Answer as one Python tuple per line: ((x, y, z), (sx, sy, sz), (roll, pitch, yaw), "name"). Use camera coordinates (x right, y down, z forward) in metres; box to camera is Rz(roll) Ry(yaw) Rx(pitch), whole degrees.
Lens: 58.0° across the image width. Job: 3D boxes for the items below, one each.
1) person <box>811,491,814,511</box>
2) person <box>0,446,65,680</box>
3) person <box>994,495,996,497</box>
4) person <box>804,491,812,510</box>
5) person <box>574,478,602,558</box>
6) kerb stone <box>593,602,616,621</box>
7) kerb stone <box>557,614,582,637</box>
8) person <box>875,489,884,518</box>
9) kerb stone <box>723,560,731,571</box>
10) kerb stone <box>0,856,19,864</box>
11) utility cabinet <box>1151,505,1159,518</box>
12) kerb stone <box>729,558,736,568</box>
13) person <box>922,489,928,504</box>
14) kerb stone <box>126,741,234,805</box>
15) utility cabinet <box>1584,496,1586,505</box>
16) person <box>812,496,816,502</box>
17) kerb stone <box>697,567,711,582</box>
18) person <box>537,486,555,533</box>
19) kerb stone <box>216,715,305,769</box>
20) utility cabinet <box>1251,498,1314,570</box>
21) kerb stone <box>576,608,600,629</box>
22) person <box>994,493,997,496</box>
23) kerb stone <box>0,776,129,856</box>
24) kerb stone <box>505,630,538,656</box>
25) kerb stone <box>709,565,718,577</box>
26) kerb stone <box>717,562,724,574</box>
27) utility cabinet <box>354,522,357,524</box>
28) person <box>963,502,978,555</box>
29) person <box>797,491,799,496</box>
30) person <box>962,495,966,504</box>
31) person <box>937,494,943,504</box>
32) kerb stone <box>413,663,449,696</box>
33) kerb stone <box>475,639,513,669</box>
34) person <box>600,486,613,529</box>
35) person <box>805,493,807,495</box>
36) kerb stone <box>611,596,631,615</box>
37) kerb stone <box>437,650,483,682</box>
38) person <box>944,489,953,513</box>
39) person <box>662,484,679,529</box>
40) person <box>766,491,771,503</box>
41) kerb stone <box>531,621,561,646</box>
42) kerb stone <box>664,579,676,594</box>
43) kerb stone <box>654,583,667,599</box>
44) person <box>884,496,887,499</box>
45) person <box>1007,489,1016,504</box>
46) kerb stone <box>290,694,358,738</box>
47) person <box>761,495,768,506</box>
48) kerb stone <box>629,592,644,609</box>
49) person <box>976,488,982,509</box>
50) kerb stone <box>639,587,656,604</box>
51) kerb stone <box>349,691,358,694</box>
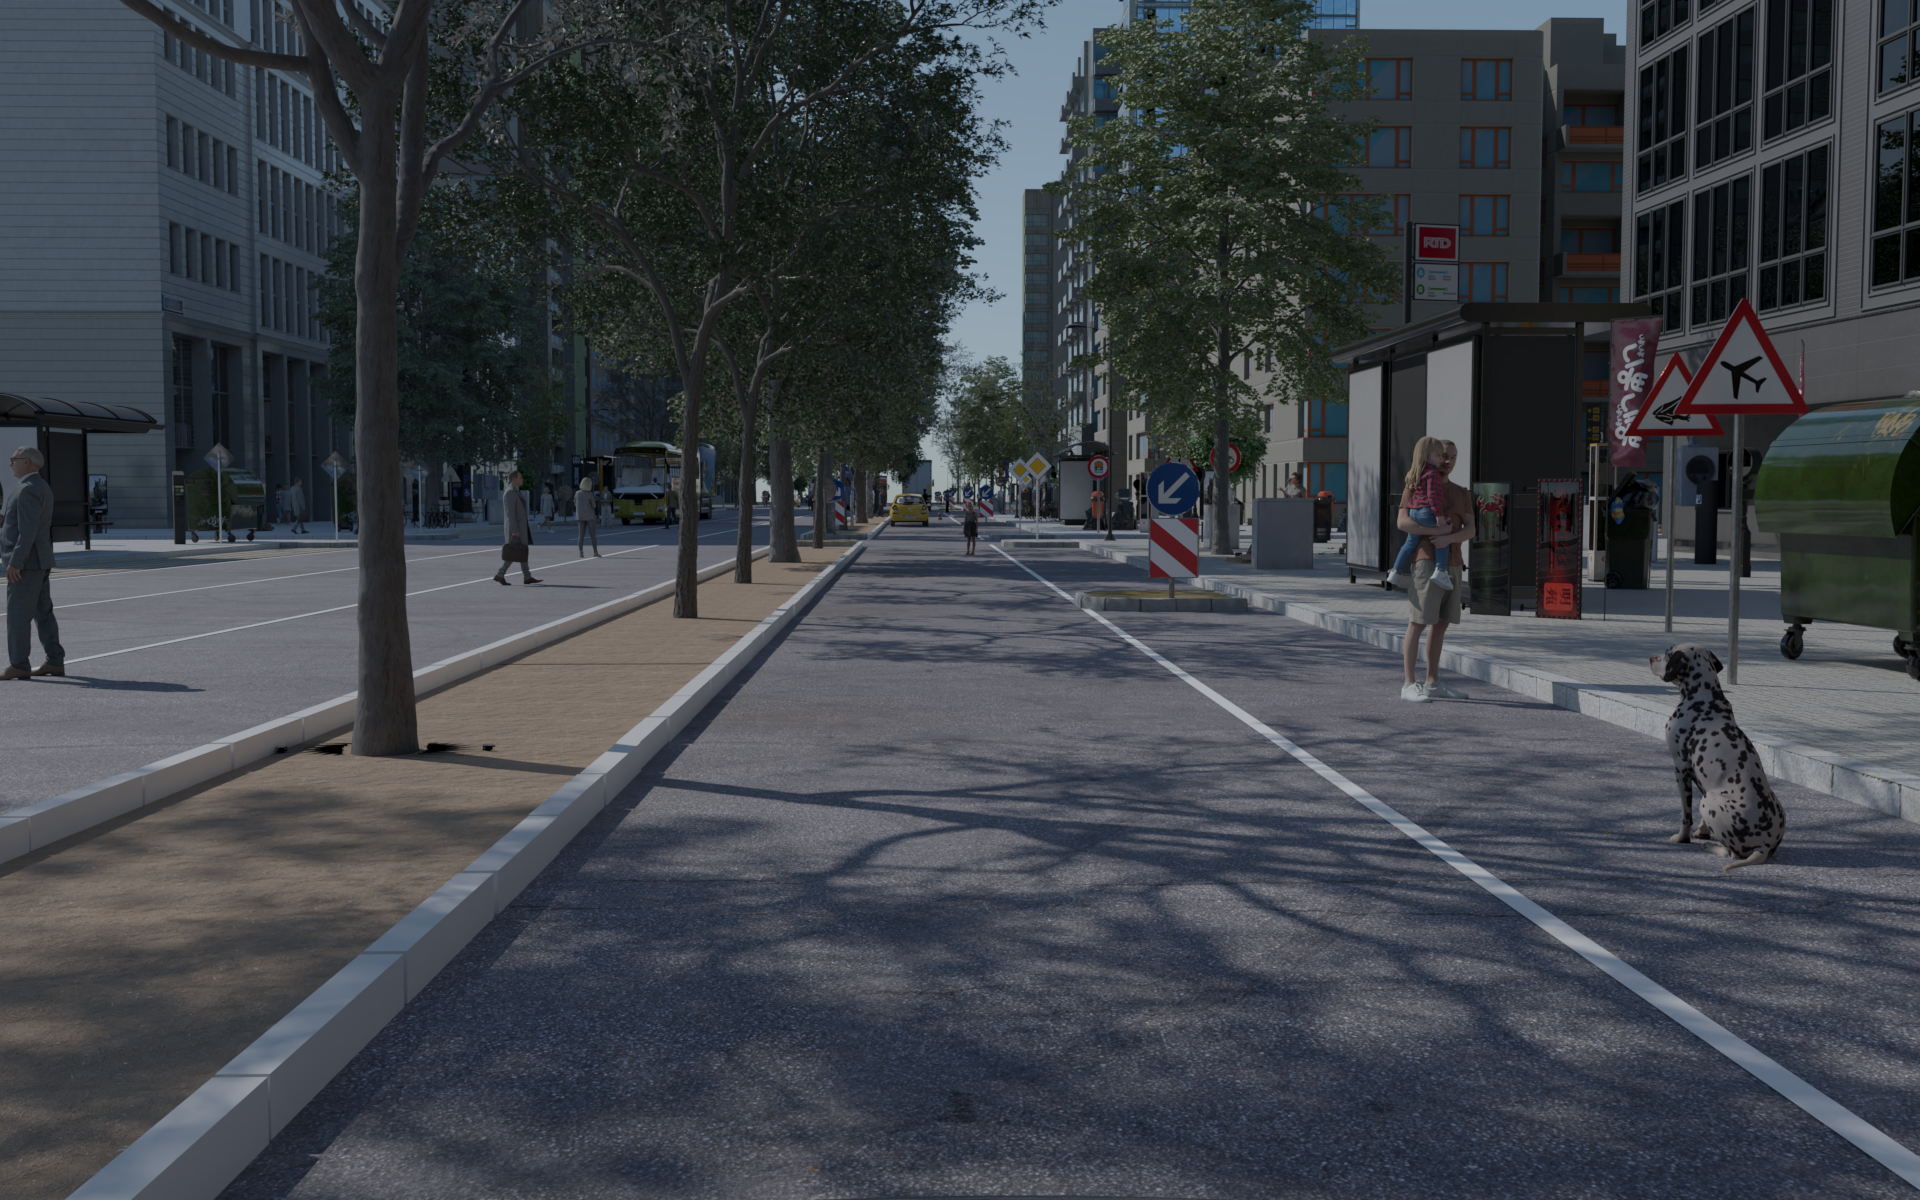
((-12.191, -8.373, 145.929), (0.750, 1.759, 0.617), (2, 4, 25), "person")
((-7.338, -0.295, 13.500), (0.590, 1.801, 0.661), (-1, 4, -17), "person")
((5.964, -17.057, 288.104), (0.628, 1.438, 0.799), (0, 4, 3), "person")
((-13.511, -8.961, 155.746), (1.217, 1.736, 0.721), (1, 4, 22), "person")
((-8.461, -1.869, 39.244), (0.537, 1.800, 0.526), (2, 4, 28), "person")
((-4.090, 0.154, 19.683), (0.120, 0.150, 1.000), (0, 4, -1), "kerb stone")
((-4.034, 0.280, 17.629), (0.120, 0.150, 1.000), (0, 4, -1), "kerb stone")
((-4.812, -5.877, 105.007), (0.534, 1.772, 0.576), (-2, 4, -34), "person")
((-4.399, -0.593, 31.983), (0.120, 0.150, 1.000), (0, 4, -1), "kerb stone")
((-3.743, 0.970, 6.375), (0.120, 0.150, 1.000), (0, 4, -1), "kerb stone")
((7.100, -3.224, 63.876), (0.306, 1.237, 1.020), (0, 4, -7), "utility cabinet")
((-4.426, -0.660, 33.008), (0.120, 0.150, 1.000), (0, 4, -1), "kerb stone")
((-2.868, -8.065, 139.999), (0.705, 1.869, 1.348), (1, 4, 23), "person")
((-3.802, 0.847, 8.420), (0.120, 0.150, 1.000), (0, 4, -1), "kerb stone")
((21.573, -3.051, 61.041), (1.020, 1.237, 0.306), (-2, 4, -28), "utility cabinet")
((-8.002, -5.353, 96.221), (0.583, 1.804, 0.606), (-3, 5, -42), "person")
((-4.319, -0.410, 28.900), (0.120, 0.150, 1.000), (0, 4, -1), "kerb stone")
((-15.328, -3.353, 64.079), (0.760, 1.731, 0.466), (1, 4, 15), "person")
((-3.822, 0.780, 9.441), (0.120, 0.150, 1.000), (0, 4, -1), "kerb stone")
((5.508, -1.127, 29.590), (1.020, 1.237, 0.306), (-1, 4, -12), "utility cabinet")
((-4.062, 0.217, 18.654), (0.120, 0.150, 1.000), (0, 4, -1), "kerb stone")
((5.053, -14.985, 254.230), (0.799, 1.438, 0.628), (-1, 4, -10), "person")
((-3.775, 0.905, 7.397), (0.120, 0.150, 1.000), (0, 4, -1), "kerb stone")
((-3.986, 0.406, 15.574), (0.120, 0.150, 1.000), (0, 4, -1), "kerb stone")
((-4.345, -0.473, 29.936), (0.120, 0.150, 1.000), (0, 4, -1), "kerb stone")
((-4.374, -0.536, 30.961), (0.120, 0.150, 1.000), (0, 4, -1), "kerb stone")
((-25.839, -3.871, 74.451), (0.306, 1.237, 1.020), (-2, 4, -26), "utility cabinet")
((0.253, -1.687, 40.750), (0.362, 1.253, 0.373), (2, 4, 24), "person")
((-24.372, -15.490, 259.826), (0.721, 1.766, 1.217), (-1, 4, -9), "person")
((0.613, -13.629, 229.807), (0.756, 1.711, 0.436), (2, 4, 34), "person")
((-2.338, -12.494, 216.044), (1.065, 1.426, 0.557), (1, 4, 17), "person")
((-3.903, 0.598, 12.509), (0.120, 0.150, 1.000), (0, 4, -1), "kerb stone")
((-3.952, 0.467, 14.552), (0.120, 0.150, 1.000), (0, 4, -1), "kerb stone")
((-14.612, -3.818, 71.477), (0.519, 1.759, 0.362), (0, 4, 1), "person")
((-25.493, -16.975, 286.768), (0.628, 1.438, 0.799), (-1, 4, -18), "person")
((-4.113, 0.091, 20.705), (0.120, 0.150, 1.000), (0, 4, -1), "kerb stone")
((-3.932, 0.530, 13.530), (0.120, 0.150, 1.000), (0, 4, -1), "kerb stone")
((-0.947, -7.685, 134.141), (0.705, 1.826, 1.348), (-2, 4, -30), "person")
((-11.799, -3.831, 71.055), (0.836, 1.842, 0.656), (1, 4, 10), "person")
((-26.240, -14.127, 237.576), (0.434, 1.755, 0.990), (2, 4, 33), "person")
((-4.010, 0.342, 16.600), (0.120, 0.150, 1.000), (0, 4, -1), "kerb stone")
((-4.220, -0.159, 24.802), (0.120, 0.150, 1.000), (0, 4, -1), "kerb stone")
((-4.185, -0.095, 23.776), (0.120, 0.150, 1.000), (0, 4, -1), "kerb stone")
((-8.877, -11.902, 203.118), (0.705, 1.821, 1.348), (-1, 4, -18), "person")
((6.391, -12.903, 216.642), (1.348, 1.869, 0.705), (-3, 4, -38), "person")
((-3.845, 0.718, 10.464), (0.120, 0.150, 1.000), (0, 4, -1), "kerb stone")
((-21.054, -10.840, 186.665), (0.756, 1.711, 0.436), (0, 4, 8), "person")
((-4.137, 0.036, 21.731), (0.120, 0.150, 1.000), (0, 4, -1), "kerb stone")
((1.729, -8.443, 144.077), (0.705, 1.826, 1.348), (-2, 4, -35), "person")
((-4.163, -0.034, 22.753), (0.120, 0.150, 1.000), (0, 4, -1), "kerb stone")
((-3.875, 0.655, 11.486), (0.120, 0.150, 1.000), (0, 4, -1), "kerb stone")
